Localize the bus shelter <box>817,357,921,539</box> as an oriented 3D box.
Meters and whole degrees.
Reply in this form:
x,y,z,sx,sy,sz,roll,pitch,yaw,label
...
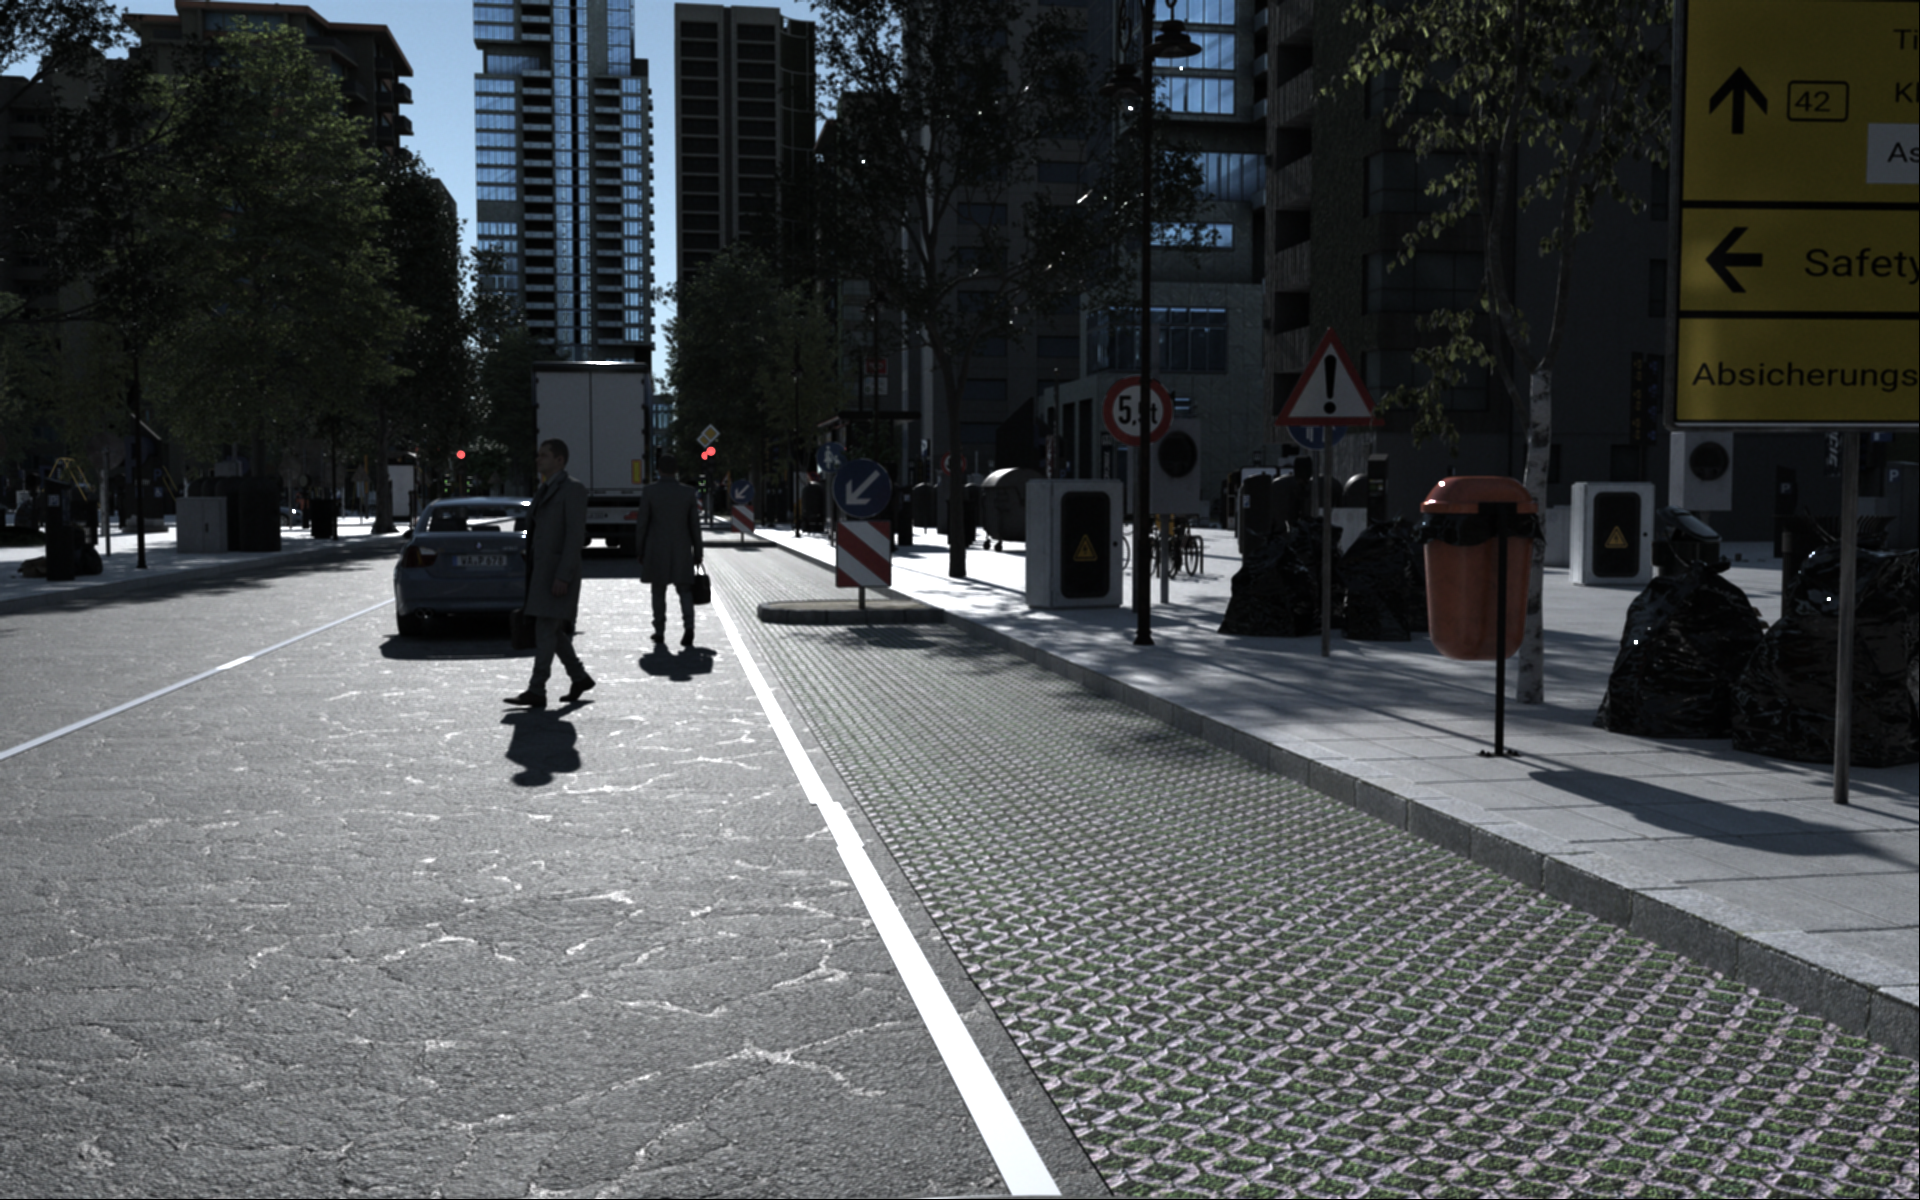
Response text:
x,y,z,sx,sy,sz,roll,pitch,yaw,label
-2.716,-4.294,47.842,2.179,5.291,8.768,-1,4,-10,bus shelter

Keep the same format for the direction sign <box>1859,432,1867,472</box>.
x,y,z,sx,sy,sz,roll,pitch,yaw,label
32.046,-4.287,62.096,0.876,3.537,0.379,0,4,-4,direction sign

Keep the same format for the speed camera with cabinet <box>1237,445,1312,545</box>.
x,y,z,sx,sy,sz,roll,pitch,yaw,label
7.660,-2.922,42.107,0.660,3.252,2.038,-2,4,-35,speed camera with cabinet

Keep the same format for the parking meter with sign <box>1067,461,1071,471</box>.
x,y,z,sx,sy,sz,roll,pitch,yaw,label
5.432,-5.866,92.173,0.543,3.016,1.738,0,4,-8,parking meter with sign

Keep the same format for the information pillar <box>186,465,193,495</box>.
x,y,z,sx,sy,sz,roll,pitch,yaw,label
-60.933,-8.907,136.989,0.504,3.616,0.183,-1,4,-19,information pillar

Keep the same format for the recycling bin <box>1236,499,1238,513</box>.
x,y,z,sx,sy,sz,roll,pitch,yaw,label
12.893,-4.254,82.100,0.722,1.027,0.722,2,4,23,recycling bin

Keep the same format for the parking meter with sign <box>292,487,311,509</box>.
x,y,z,sx,sy,sz,roll,pitch,yaw,label
-45.176,-7.456,118.161,1.738,3.016,0.543,-1,4,-13,parking meter with sign

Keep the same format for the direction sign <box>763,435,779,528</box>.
x,y,z,sx,sy,sz,roll,pitch,yaw,label
-7.231,-4.543,66.276,0.379,3.537,0.876,3,4,36,direction sign

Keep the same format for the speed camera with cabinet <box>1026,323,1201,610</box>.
x,y,z,sx,sy,sz,roll,pitch,yaw,label
1.758,-1.552,19.710,2.038,3.252,0.660,-2,4,-29,speed camera with cabinet

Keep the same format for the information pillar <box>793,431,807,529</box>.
x,y,z,sx,sy,sz,roll,pitch,yaw,label
-5.967,-4.474,64.507,0.504,3.616,0.183,-1,4,-16,information pillar

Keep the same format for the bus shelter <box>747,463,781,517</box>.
x,y,z,sx,sy,sz,roll,pitch,yaw,label
-10.826,-6.221,95.630,2.014,3.302,5.546,-1,4,-10,bus shelter

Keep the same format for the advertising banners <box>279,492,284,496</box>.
x,y,z,sx,sy,sz,roll,pitch,yaw,label
-52.772,-8.559,136.135,0.090,3.025,2.074,1,4,21,advertising banners

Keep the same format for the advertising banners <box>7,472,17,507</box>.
x,y,z,sx,sy,sz,roll,pitch,yaw,label
-75.653,-8.740,139.087,2.074,3.025,0.090,-1,4,-19,advertising banners

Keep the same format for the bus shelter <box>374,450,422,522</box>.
x,y,z,sx,sy,sz,roll,pitch,yaw,label
-26.568,-5.449,83.021,2.014,3.302,5.546,-1,4,-10,bus shelter

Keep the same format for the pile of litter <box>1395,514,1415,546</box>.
x,y,z,sx,sy,sz,roll,pitch,yaw,label
9.739,-1.405,36.942,1.176,0.858,1.719,3,4,39,pile of litter

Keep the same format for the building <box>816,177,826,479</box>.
x,y,z,sx,sy,sz,roll,pitch,yaw,label
-8.171,-41.440,266.777,27.495,52.752,28.713,-1,4,-10,building

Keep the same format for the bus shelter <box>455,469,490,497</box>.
x,y,z,sx,sy,sz,roll,pitch,yaw,label
-28.717,-6.821,102.802,1.731,3.624,6.357,-1,4,-10,bus shelter

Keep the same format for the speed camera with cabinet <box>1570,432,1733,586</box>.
x,y,z,sx,sy,sz,roll,pitch,yaw,label
9.678,-1.829,24.240,2.038,3.252,0.660,0,4,1,speed camera with cabinet

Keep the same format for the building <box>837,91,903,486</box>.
x,y,z,sx,sy,sz,roll,pitch,yaw,label
-5.919,-30.382,180.339,14.154,41.232,14.086,-1,4,-10,building

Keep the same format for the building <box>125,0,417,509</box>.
x,y,z,sx,sy,sz,roll,pitch,yaw,label
-62.227,-30.815,158.443,22.147,44.769,28.867,-1,4,-10,building

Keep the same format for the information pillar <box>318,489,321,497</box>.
x,y,z,sx,sy,sz,roll,pitch,yaw,label
-52.694,-8.457,142.766,0.304,2.012,0.304,1,4,15,information pillar

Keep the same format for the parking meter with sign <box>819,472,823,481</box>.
x,y,z,sx,sy,sz,roll,pitch,yaw,label
-10.242,-8.615,137.124,1.738,3.016,0.543,1,4,21,parking meter with sign

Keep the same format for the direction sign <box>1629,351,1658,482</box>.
x,y,z,sx,sy,sz,roll,pitch,yaw,label
10.982,-2.194,27.871,0.876,3.537,0.379,-3,5,-43,direction sign

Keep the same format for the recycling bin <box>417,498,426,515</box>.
x,y,z,sx,sy,sz,roll,pitch,yaw,label
-32.911,-5.684,105.482,0.722,1.027,0.722,-1,4,-10,recycling bin

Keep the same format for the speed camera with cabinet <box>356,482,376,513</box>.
x,y,z,sx,sy,sz,roll,pitch,yaw,label
-39.598,-7.441,116.003,0.660,3.252,2.038,1,4,14,speed camera with cabinet

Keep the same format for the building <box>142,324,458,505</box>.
x,y,z,sx,sy,sz,roll,pitch,yaw,label
-71.701,-21.268,192.770,28.899,21.520,27.650,-1,4,-10,building

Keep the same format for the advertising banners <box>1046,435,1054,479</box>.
x,y,z,sx,sy,sz,roll,pitch,yaw,label
2.363,-3.432,52.300,0.090,3.025,2.074,-2,4,-23,advertising banners

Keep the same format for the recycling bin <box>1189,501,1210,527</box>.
x,y,z,sx,sy,sz,roll,pitch,yaw,label
9.288,-3.353,67.373,0.722,1.027,0.722,0,4,-5,recycling bin

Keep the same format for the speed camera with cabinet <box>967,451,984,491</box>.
x,y,z,sx,sy,sz,roll,pitch,yaw,label
1.390,-5.237,79.956,2.038,3.252,0.660,-1,4,-12,speed camera with cabinet

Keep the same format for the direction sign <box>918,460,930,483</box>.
x,y,z,sx,sy,sz,roll,pitch,yaw,label
-2.403,-7.521,114.970,0.876,3.537,0.379,0,4,5,direction sign

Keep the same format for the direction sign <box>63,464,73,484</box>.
x,y,z,sx,sy,sz,roll,pitch,yaw,label
-70.082,-8.832,136.400,0.379,3.537,0.876,0,4,4,direction sign

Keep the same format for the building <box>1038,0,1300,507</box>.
x,y,z,sx,sy,sz,roll,pitch,yaw,label
20.724,-48.430,104.499,31.000,86.520,22.319,-1,4,-10,building

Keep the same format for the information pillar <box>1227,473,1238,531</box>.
x,y,z,sx,sy,sz,roll,pitch,yaw,label
9.564,-3.452,60.935,0.304,2.012,0.304,1,4,12,information pillar

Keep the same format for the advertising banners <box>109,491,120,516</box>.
x,y,z,sx,sy,sz,roll,pitch,yaw,label
-49.069,-6.424,101.217,0.090,3.025,2.074,1,4,20,advertising banners

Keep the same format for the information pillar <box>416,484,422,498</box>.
x,y,z,sx,sy,sz,roll,pitch,yaw,label
-35.318,-6.642,113.083,0.304,2.012,0.304,-2,4,-34,information pillar

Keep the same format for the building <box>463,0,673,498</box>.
x,y,z,sx,sy,sz,roll,pitch,yaw,label
-58.058,-57.528,253.261,31.000,86.520,22.319,-1,4,-10,building

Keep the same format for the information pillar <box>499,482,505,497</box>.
x,y,z,sx,sy,sz,roll,pitch,yaw,label
-27.899,-6.179,105.518,0.304,2.012,0.304,-2,4,-24,information pillar

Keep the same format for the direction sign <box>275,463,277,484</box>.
x,y,z,sx,sy,sz,roll,pitch,yaw,label
-49.582,-8.174,125.642,0.379,3.537,0.876,-2,4,-27,direction sign

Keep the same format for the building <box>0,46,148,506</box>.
x,y,z,sx,sy,sz,roll,pitch,yaw,label
-96.988,-34.635,189.983,21.600,48.544,21.300,-1,4,-10,building

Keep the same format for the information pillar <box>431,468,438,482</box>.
x,y,z,sx,sy,sz,roll,pitch,yaw,label
-37.271,-8.054,123.035,0.504,3.616,0.183,-1,4,-10,information pillar

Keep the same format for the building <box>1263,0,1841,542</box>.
x,y,z,sx,sy,sz,roll,pitch,yaw,label
16.448,-17.128,51.744,14.160,30.474,14.107,-1,4,-10,building

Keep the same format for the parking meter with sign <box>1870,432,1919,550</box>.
x,y,z,sx,sy,sz,roll,pitch,yaw,label
21.866,-2.682,40.105,1.738,3.016,0.543,-2,4,-27,parking meter with sign

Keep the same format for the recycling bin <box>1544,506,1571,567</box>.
x,y,z,sx,sy,sz,roll,pitch,yaw,label
10.703,-1.105,30.616,0.722,1.027,0.722,2,4,25,recycling bin

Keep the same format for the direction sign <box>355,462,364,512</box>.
x,y,z,sx,sy,sz,roll,pitch,yaw,label
-42.315,-7.978,122.436,0.379,3.537,0.876,3,4,36,direction sign

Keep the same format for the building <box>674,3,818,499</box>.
x,y,z,sx,sy,sz,roll,pitch,yaw,label
-31.730,-50.116,257.648,20.611,71.187,20.563,-1,4,-10,building

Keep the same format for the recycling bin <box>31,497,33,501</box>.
x,y,z,sx,sy,sz,roll,pitch,yaw,label
-70.117,-7.223,130.649,0.722,1.027,0.722,-1,4,-11,recycling bin

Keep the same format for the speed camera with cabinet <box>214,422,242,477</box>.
x,y,z,sx,sy,sz,roll,pitch,yaw,label
-20.266,-3.309,48.438,0.660,3.252,2.038,0,4,-7,speed camera with cabinet

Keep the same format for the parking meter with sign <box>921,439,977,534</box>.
x,y,z,sx,sy,sz,roll,pitch,yaw,label
-0.345,-3.622,55.473,1.738,3.016,0.543,-2,4,-24,parking meter with sign

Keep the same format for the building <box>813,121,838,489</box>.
x,y,z,sx,sy,sz,roll,pitch,yaw,label
-5.511,-33.486,202.118,22.147,44.769,28.867,-1,4,-10,building

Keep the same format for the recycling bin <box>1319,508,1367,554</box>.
x,y,z,sx,sy,sz,roll,pitch,yaw,label
7.068,-1.180,31.846,0.722,1.027,0.722,-2,4,-28,recycling bin

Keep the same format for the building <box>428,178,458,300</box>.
x,y,z,sx,sy,sz,roll,pitch,yaw,label
-84.421,-38.321,250.252,21.600,48.544,21.300,-1,4,-10,building

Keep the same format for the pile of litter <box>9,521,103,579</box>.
x,y,z,sx,sy,sz,roll,pitch,yaw,label
-14.176,-0.804,27.105,1.176,0.858,1.719,1,4,19,pile of litter

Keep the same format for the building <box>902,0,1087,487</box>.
x,y,z,sx,sy,sz,roll,pitch,yaw,label
6.053,-36.169,133.364,21.231,58.520,28.212,-1,4,-10,building

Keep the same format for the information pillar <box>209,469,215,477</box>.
x,y,z,sx,sy,sz,roll,pitch,yaw,label
-21.551,-2.800,50.276,0.304,2.012,0.304,2,4,33,information pillar

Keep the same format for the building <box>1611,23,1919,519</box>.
x,y,z,sx,sy,sz,roll,pitch,yaw,label
51.410,-20.574,108.088,14.107,30.474,14.160,-1,4,-10,building

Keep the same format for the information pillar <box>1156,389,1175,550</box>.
x,y,z,sx,sy,sz,roll,pitch,yaw,label
4.587,-2.890,38.611,0.504,3.616,0.183,-2,4,-34,information pillar

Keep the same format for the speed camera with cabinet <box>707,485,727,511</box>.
x,y,z,sx,sy,sz,roll,pitch,yaw,label
-18.031,-8.336,130.629,2.038,3.252,0.660,-1,4,-19,speed camera with cabinet

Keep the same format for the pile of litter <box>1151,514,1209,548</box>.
x,y,z,sx,sy,sz,roll,pitch,yaw,label
5.207,-1.717,42.035,1.176,0.858,1.719,-3,5,-40,pile of litter
